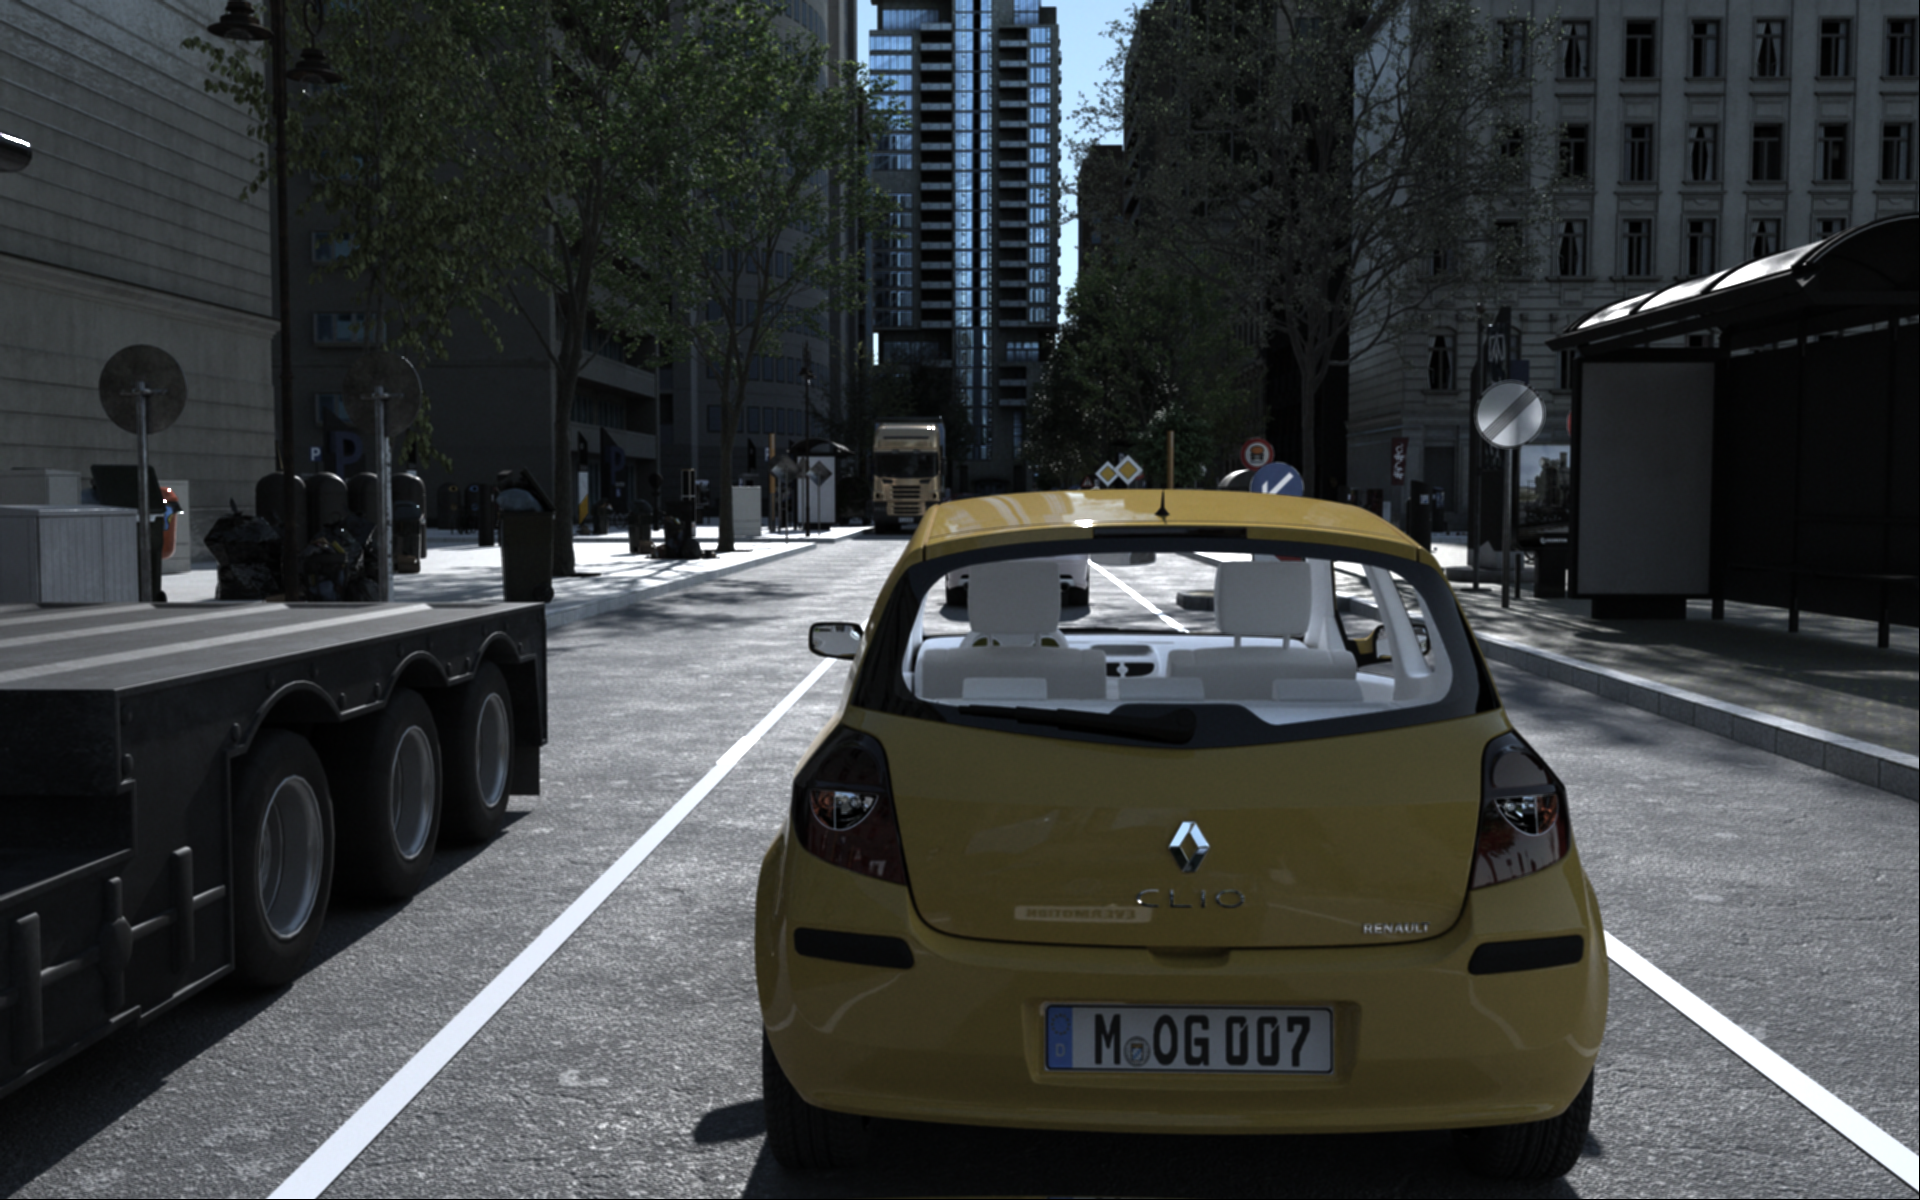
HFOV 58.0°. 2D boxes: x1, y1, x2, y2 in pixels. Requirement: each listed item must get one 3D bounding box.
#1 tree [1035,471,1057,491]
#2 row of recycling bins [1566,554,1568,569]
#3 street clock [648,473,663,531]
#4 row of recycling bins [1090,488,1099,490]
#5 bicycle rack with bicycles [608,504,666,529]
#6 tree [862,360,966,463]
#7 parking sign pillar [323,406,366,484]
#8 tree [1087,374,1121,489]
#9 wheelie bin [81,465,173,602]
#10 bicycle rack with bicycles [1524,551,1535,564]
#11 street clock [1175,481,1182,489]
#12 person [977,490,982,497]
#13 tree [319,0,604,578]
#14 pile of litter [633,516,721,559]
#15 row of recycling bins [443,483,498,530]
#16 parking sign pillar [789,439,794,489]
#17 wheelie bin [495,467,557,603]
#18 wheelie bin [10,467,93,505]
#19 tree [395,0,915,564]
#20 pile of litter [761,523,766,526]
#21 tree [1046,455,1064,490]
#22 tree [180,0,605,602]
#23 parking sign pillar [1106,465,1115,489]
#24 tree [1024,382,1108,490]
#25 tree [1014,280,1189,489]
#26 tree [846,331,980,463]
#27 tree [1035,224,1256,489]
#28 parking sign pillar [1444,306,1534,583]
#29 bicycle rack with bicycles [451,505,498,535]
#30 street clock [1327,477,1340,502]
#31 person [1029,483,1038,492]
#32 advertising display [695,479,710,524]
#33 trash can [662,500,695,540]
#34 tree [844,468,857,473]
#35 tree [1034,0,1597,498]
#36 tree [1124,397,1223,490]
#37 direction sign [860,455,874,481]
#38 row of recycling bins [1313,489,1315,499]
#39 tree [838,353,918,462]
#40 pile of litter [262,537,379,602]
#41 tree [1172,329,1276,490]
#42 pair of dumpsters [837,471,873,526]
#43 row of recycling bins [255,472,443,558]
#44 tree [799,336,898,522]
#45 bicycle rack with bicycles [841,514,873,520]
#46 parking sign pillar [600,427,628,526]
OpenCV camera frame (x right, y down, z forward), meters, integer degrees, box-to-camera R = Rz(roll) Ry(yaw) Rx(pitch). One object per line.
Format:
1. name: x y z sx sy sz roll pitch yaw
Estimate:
1. tree: 10.255 -13.348 201.951 4.285 4.588 4.351 0 3 0
2. row of recycling bins: 11.303 -1.311 28.547 1.069 1.692 3.534 -1 4 -23
3. street clock: -10.623 -3.420 60.490 0.471 2.002 0.358 0 4 -1
4. row of recycling bins: 9.470 -6.605 115.100 1.069 1.692 3.534 2 4 27
5. bicycle rack with bicycles: -11.789 -3.117 64.352 2.925 0.926 2.852 3 4 37
6. tree: -3.125 -11.325 119.583 7.601 10.594 8.767 -1 4 -18
7. parking sign pillar: -19.099 -3.995 53.796 1.447 3.967 1.447 2 4 28
8. tree: 8.521 -9.102 99.177 4.737 8.622 4.395 0 3 0
9. wheelie bin: -9.038 -0.658 18.671 0.693 1.594 0.980 3 5 44
10. bicycle rack with bicycles: 10.992 -1.142 32.048 2.925 0.926 2.852 1 4 16
11. street clock: 9.485 -4.321 75.211 0.471 2.002 0.358 -1 4 -20
12. person: 1.799 -8.969 155.231 0.705 1.814 1.350 2 4 24
13. tree: -6.034 -6.172 26.666 9.928 11.665 9.643 0 3 0
14. pile of litter: -5.638 -1.255 34.489 1.719 0.858 1.176 2 4 26
15. row of recycling bins: -17.203 -3.420 63.032 3.534 1.692 1.069 -1 4 -11
16. parking sign pillar: -7.718 -5.890 84.766 1.447 3.967 1.447 0 4 -4
17. wheelie bin: -5.155 -0.773 20.539 0.693 1.594 0.980 -1 4 -18
18. wheelie bin: -11.179 -0.797 20.945 0.693 1.594 0.980 1 4 15
19. tree: -5.022 -6.874 38.145 9.928 11.665 9.643 0 3 0
20. pile of litter: -8.575 -3.444 70.272 1.176 0.858 1.719 -2 4 -32
21. tree: 10.650 -15.043 196.316 4.360 8.622 3.978 0 3 0
22. tree: -6.194 -4.212 19.230 4.737 8.622 4.395 0 3 0
23. parking sign pillar: 8.970 -6.960 102.269 1.447 3.967 1.447 1 4 11
24. tree: 8.969 -13.843 144.462 7.486 12.596 7.792 0 3 0
25. tree: 7.559 -10.590 90.149 9.611 12.733 9.660 0 3 0
26. tree: -3.576 -13.486 130.862 12.009 13.543 11.850 0 3 0
27. tree: 7.538 -8.639 67.010 9.928 11.665 9.643 0 3 0
28. parking sign pillar: 7.946 -2.272 25.617 1.447 3.967 1.447 0 4 -2
29. bicycle rack with bicycles: -15.302 -2.590 55.722 2.852 0.926 2.925 1 4 14
30. street clock: 15.688 -4.176 72.840 0.471 2.002 0.358 2 4 33
31. person: 2.779 -3.469 65.316 0.850 1.850 0.679 -1 4 -19
32. advertising display: -11.125 -4.188 73.687 0.974 1.923 0.123 -1 4 -15
33. trash can: -6.573 -1.763 40.480 0.748 1.137 0.748 0 3 0
34. tree: -6.877 -7.207 112.433 1.663 3.219 1.824 0 3 0
35. tree: 6.595 -7.459 32.332 12.009 13.543 11.850 0 3 0
36. tree: 7.307 -4.571 58.448 4.285 4.588 4.351 0 3 0
37. direction sign: -5.440 -6.707 101.657 0.876 3.537 0.379 1 4 19
38. row of recycling bins: 11.448 -3.440 63.362 3.534 1.692 1.069 -2 4 -23
39. tree: -4.117 -8.522 89.698 4.737 8.622 4.395 0 3 0
40. pile of litter: -6.589 -0.225 17.643 1.719 0.858 1.176 -2 4 -25
41. tree: 11.816 -7.799 77.882 4.737 8.622 4.395 0 3 0
42. pair of dumpsters: -4.353 -4.261 72.156 1.574 2.255 4.437 0 4 1
43. row of recycling bins: -11.859 -1.612 33.472 1.069 1.692 3.534 2 4 35
44. tree: -5.054 -7.952 80.375 4.360 8.622 3.978 0 3 0
45. bicycle rack with bicycles: -5.174 -4.296 83.622 2.925 0.926 2.852 0 4 -6
46. parking sign pillar: -14.083 -5.014 70.443 1.447 3.967 1.447 1 4 21
